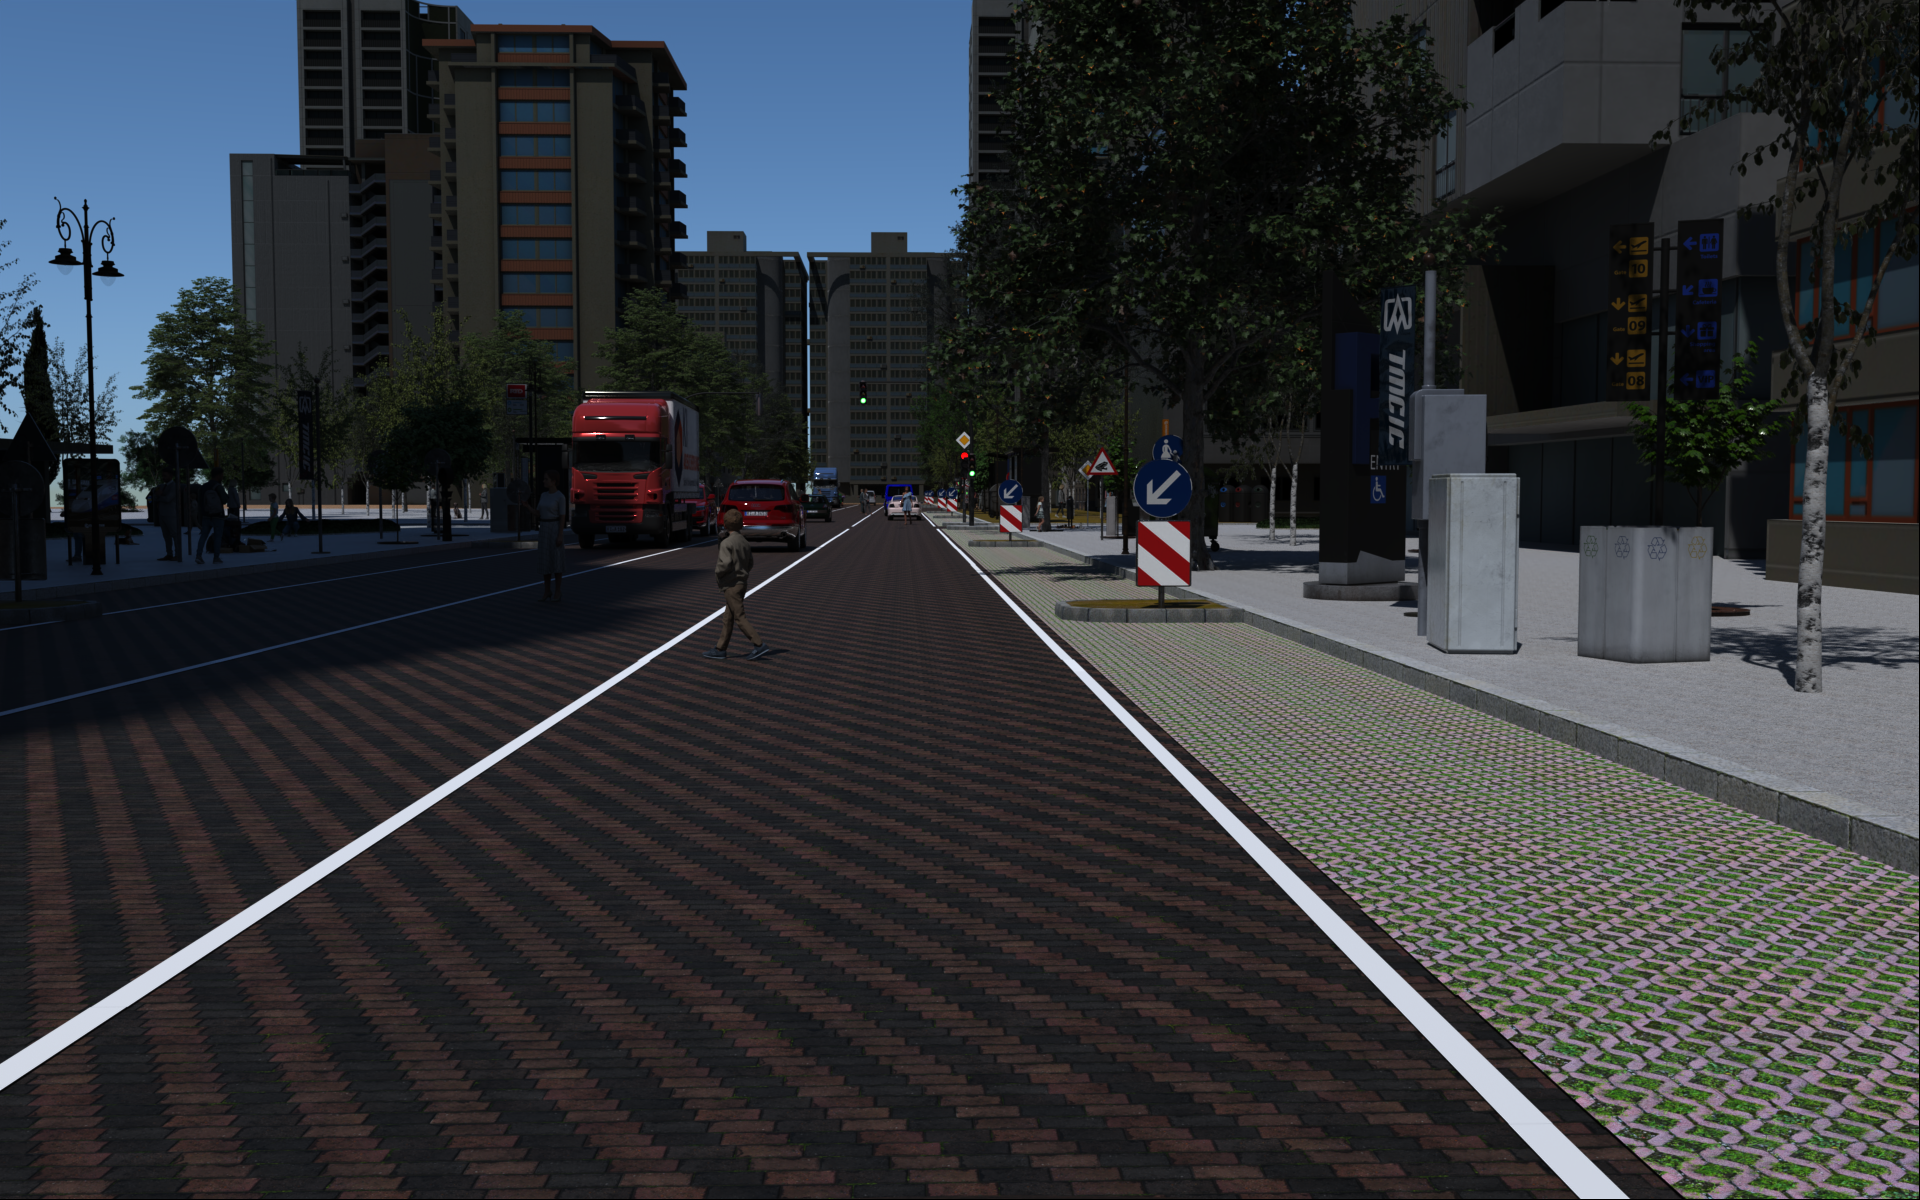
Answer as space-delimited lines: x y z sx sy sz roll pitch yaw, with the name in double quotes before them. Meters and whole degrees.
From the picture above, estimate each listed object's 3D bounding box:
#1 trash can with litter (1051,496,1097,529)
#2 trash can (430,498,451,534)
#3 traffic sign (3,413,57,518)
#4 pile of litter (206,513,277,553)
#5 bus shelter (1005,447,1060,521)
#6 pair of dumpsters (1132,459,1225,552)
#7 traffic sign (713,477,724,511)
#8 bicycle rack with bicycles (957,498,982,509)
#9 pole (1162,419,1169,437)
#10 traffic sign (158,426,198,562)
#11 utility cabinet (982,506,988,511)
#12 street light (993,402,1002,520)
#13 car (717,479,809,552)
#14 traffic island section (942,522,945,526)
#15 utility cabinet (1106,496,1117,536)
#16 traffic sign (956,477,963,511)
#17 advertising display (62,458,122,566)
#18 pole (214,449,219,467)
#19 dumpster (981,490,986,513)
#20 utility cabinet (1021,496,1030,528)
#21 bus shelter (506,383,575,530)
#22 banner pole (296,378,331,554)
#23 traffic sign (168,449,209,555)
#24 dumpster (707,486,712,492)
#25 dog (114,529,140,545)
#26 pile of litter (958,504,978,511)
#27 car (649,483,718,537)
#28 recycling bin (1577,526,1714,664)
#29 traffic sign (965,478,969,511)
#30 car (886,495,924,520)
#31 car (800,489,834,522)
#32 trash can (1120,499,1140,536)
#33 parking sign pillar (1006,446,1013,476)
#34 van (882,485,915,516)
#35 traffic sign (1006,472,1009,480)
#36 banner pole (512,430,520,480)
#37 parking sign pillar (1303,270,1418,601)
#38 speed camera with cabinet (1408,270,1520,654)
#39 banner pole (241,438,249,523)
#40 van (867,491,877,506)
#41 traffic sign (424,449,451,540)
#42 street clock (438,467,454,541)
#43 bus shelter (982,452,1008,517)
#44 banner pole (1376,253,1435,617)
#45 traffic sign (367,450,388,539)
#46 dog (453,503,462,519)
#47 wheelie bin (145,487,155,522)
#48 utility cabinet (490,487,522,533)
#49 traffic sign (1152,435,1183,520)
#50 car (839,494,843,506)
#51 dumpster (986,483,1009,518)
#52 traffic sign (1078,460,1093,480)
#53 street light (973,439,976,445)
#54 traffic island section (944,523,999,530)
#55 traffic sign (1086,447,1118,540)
"trash can with litter" 4.171 -3.304 65.082 1.678 1.210 2.233 0 4 -8
"trash can" -16.901 -2.735 56.373 0.748 1.137 0.748 0 3 0
"traffic sign" -14.849 -1.691 27.644 0.884 2.594 0.081 0 4 3
"pile of litter" -15.851 -1.480 38.170 1.176 0.858 1.719 3 5 42
"bus shelter" 3.283 -6.370 81.775 2.179 5.291 8.768 0 4 -2
"pair of dumpsters" 5.082 -2.325 40.514 1.574 2.255 4.437 0 4 -2
"traffic sign" -18.295 -8.022 131.158 0.884 2.594 0.081 0 4 4
"bicycle rack with bicycles" 1.079 -8.187 147.234 2.925 0.926 2.852 0 4 5
"pole" 5.607 -3.274 47.380 0.158 3.312 0.155 0 3 0
"traffic sign" -14.696 -1.984 32.547 0.768 2.556 0.104 0 4 3
"utility cabinet" 2.182 -7.242 127.092 1.173 1.500 0.318 -1 4 -21
"street light" 1.878 -6.991 87.087 0.468 5.910 1.993 0 4 -2
"car" -5.047 -2.192 44.513 2.281 1.827 5.304 0 4 -2
"traffic island section" 0.218 -3.393 77.756 2.009 0.180 2.903 0 4 -2
"utility cabinet" 4.714 -2.613 53.878 0.306 1.237 1.020 1 4 8
"traffic sign" 0.081 -8.088 132.344 0.768 2.556 0.104 0 4 1
"advertising display" -15.722 -1.602 31.404 0.123 1.923 0.974 3 4 39
"pole" -33.707 -5.182 78.569 0.158 3.312 0.155 0 3 0
"dumpster" 2.125 -7.055 121.107 1.264 1.857 1.865 0 4 -2
"utility cabinet" 2.513 -3.353 65.984 0.306 1.237 1.020 0 4 -1
"bus shelter" -15.430 -5.374 65.491 2.179 5.291 8.768 0 4 -2
"banner pole" -13.896 -2.881 37.119 0.401 3.779 0.863 1 4 19
"traffic sign" -16.194 -2.223 36.348 0.884 2.594 0.081 0 4 1
"dumpster" -16.436 -6.366 109.850 1.264 1.857 1.865 0 4 -2
"dog" -21.163 -1.603 43.951 0.550 0.427 0.748 -2 4 -33
"pile of litter" 0.602 -7.349 134.119 1.719 0.858 1.176 -1 4 -12
"car" -9.575 -3.145 60.086 2.281 1.827 5.304 0 4 -4
"recycling bin" 5.332 -0.058 13.495 0.722 1.027 0.722 -1 4 -17
"traffic sign" 0.653 -7.864 128.675 0.768 2.556 0.104 0 4 5
"car" -3.043 -5.079 95.408 2.083 1.381 4.827 0 4 -1
"car" -7.489 -4.837 88.870 2.009 1.686 4.222 0 4 -2
"trash can" 5.240 -2.515 52.781 0.748 1.137 0.748 0 3 0
"parking sign pillar" 3.244 -6.564 95.797 1.447 3.967 1.447 1 4 20
"van" -4.000 -6.657 113.230 2.240 2.365 5.245 0 4 -3
"traffic sign" 2.896 -5.757 94.239 0.768 2.556 0.104 0 4 4
"banner pole" -17.335 -4.752 67.706 0.401 3.779 0.863 0 4 5
"parking sign pillar" 4.979 -2.009 21.315 1.447 3.967 1.447 -3 5 -44
"speed camera with cabinet" 4.281 -1.248 14.744 0.660 3.252 2.038 0 4 6
"banner pole" -32.094 -5.353 77.533 0.401 3.779 0.863 -1 4 -23
"van" -11.268 -12.724 215.055 2.013 2.044 4.112 0 4 -3
"traffic sign" -14.635 -2.962 48.537 0.768 2.556 0.104 0 4 3
"street clock" -13.941 -2.597 47.024 0.471 2.002 0.358 3 5 42
"bus shelter" 2.307 -6.681 100.512 1.731 3.624 6.357 0 4 -2
"banner pole" 4.732 -1.729 18.284 0.401 3.779 0.863 -3 4 -37
"traffic sign" -16.620 -3.031 49.664 0.768 2.556 0.104 0 4 5
"dog" -26.292 -4.689 91.047 0.800 0.831 0.513 -2 4 -33
"wheelie bin" -36.362 -4.308 78.351 0.693 1.594 0.980 0 4 -5
"utility cabinet" -14.958 -2.957 57.022 1.173 1.500 0.318 2 4 32
"traffic sign" 4.518 -2.273 37.267 0.768 2.556 0.104 0 4 3
"car" -15.112 -12.365 210.968 1.959 1.807 4.718 0 4 -4
"dumpster" 2.220 -5.336 92.994 1.264 1.857 1.865 0 4 -2
"traffic sign" 4.954 -4.104 66.833 0.795 2.593 0.064 0 4 1
"street light" 0.845 -8.983 119.667 0.468 5.910 1.993 0 4 -2
"traffic island section" 0.482 -2.905 69.776 2.009 0.180 2.903 0 4 -2
"traffic sign" 3.943 -2.937 48.031 0.884 2.594 0.081 0 4 4
